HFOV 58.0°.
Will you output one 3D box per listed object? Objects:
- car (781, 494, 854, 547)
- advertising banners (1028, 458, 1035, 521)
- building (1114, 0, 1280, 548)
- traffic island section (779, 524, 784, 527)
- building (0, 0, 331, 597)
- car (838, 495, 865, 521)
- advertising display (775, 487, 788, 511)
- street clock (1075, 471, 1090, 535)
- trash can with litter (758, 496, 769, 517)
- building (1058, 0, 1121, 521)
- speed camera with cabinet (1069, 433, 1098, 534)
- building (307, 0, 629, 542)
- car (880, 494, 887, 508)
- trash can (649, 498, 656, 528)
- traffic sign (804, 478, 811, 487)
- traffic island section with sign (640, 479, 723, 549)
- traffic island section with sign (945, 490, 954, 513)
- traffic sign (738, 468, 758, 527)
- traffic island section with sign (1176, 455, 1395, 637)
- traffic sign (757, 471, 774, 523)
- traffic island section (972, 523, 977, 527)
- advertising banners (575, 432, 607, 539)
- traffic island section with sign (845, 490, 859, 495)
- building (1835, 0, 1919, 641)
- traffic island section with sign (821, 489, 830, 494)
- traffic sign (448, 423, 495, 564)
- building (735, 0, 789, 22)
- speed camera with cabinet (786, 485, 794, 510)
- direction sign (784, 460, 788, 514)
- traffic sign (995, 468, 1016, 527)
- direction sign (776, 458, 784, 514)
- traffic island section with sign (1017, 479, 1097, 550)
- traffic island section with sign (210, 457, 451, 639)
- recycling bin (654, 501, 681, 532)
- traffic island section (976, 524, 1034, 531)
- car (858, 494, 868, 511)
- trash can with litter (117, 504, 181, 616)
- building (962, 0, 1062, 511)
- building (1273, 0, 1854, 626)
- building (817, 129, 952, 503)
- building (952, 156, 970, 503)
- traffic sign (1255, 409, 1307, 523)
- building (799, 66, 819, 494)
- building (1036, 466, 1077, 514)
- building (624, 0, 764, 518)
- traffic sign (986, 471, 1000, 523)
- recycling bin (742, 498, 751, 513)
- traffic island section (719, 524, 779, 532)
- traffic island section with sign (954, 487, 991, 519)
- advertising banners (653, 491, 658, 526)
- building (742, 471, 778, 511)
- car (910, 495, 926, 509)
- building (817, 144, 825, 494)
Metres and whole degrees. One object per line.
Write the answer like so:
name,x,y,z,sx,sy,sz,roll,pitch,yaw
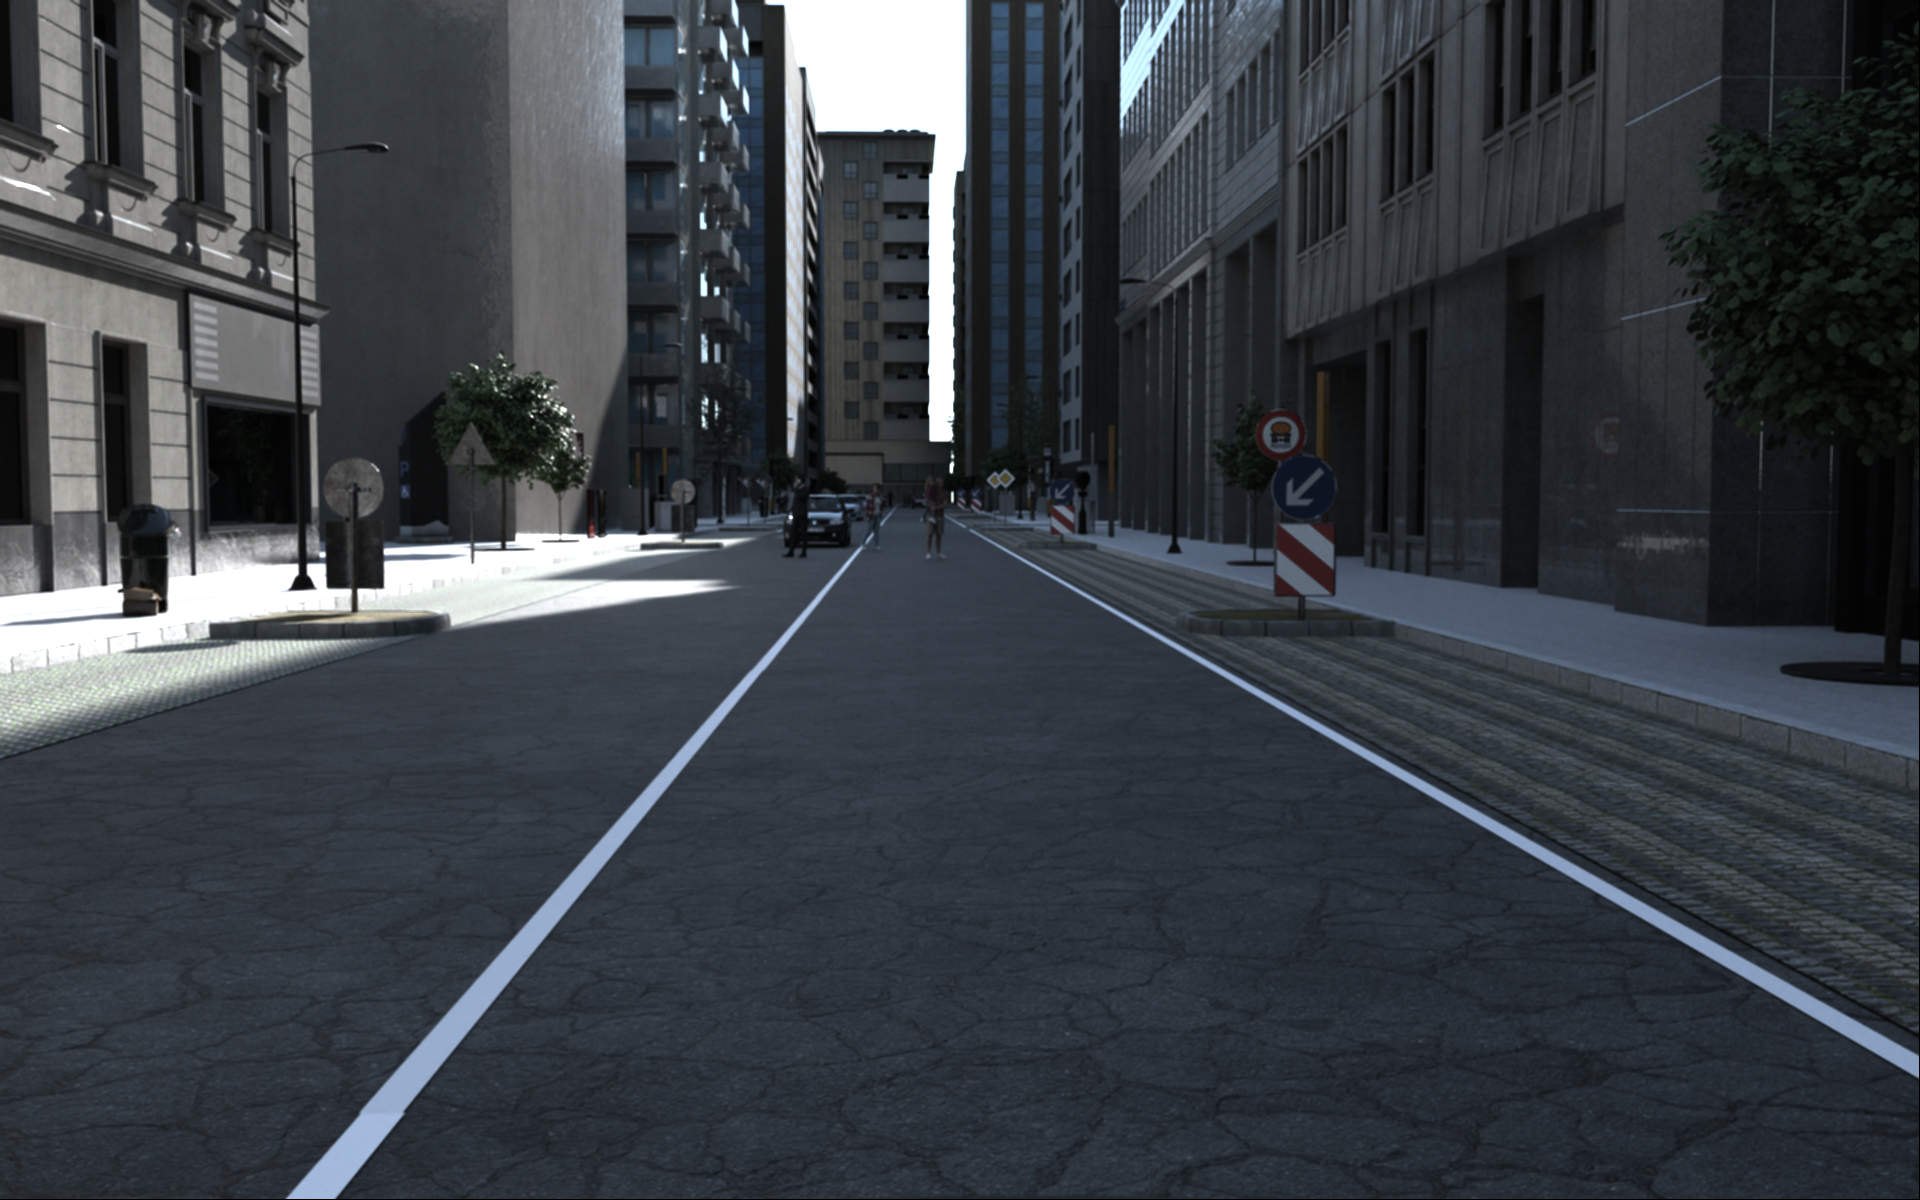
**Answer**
car,-3.931,-2.340,48.044,2.009,1.686,4.222,0,4,-2
advertising banners,3.424,-5.302,82.878,0.090,3.025,2.074,0,4,-6
building,11.873,-16.714,50.766,11.434,29.767,29.804,0,4,-2
traffic island section,-8.527,-3.263,75.624,2.009,0.180,2.903,0,4,-2
building,-19.520,-14.461,12.848,17.030,29.872,44.131,0,4,-2
car,-6.110,-4.963,93.148,2.014,1.417,4.499,0,4,0
advertising display,-13.247,-7.546,128.596,0.974,1.923,0.123,1,4,17
street clock,3.892,-3.080,54.920,0.358,2.002,0.471,3,5,44
trash can with litter,-10.870,-5.155,95.667,0.624,1.170,1.055,0,4,-6
building,12.474,-19.197,85.574,14.107,30.474,14.160,0,4,-2
speed camera with cabinet,4.009,-3.801,56.488,0.660,3.252,2.038,0,4,-7
building,-29.263,-15.318,54.967,34.151,26.468,19.350,0,4,-2
car,-8.618,-10.482,180.423,2.155,1.783,4.494,0,4,-1
trash can,-11.809,-3.274,65.180,0.748,1.137,0.748,0,3,0
traffic sign,-12.024,-8.254,135.057,0.768,2.556,0.104,0,4,1
traffic island section with sign,-7.276,-2.258,45.552,1.989,1.847,2.006,0,4,-2
traffic island section with sign,-0.036,-7.309,128.129,1.989,1.847,2.006,0,4,-2
traffic sign,-8.259,-3.911,67.582,0.795,2.450,0.064,0,4,-2
traffic island section with sign,3.338,-0.587,18.221,1.989,1.847,2.006,0,4,-2
traffic sign,-8.504,-4.399,75.563,0.795,2.450,0.064,0,4,-2
traffic island section,1.560,-3.281,75.928,2.009,0.180,2.903,0,4,-2
advertising banners,-10.625,-3.283,49.866,0.090,3.025,2.074,1,4,12
traffic island section with sign,-11.331,-10.326,177.451,1.989,1.847,2.006,0,4,-2
building,14.569,-10.893,7.786,12.332,23.373,15.834,0,4,-2
traffic island section with sign,-9.782,-7.250,127.169,1.989,1.847,2.006,0,4,-2
traffic sign,-8.917,-1.934,31.619,0.884,2.594,0.081,0,4,5
building,-22.189,-31.003,157.010,14.600,45.320,14.200,0,4,-2
speed camera with cabinet,-13.105,-8.484,133.044,0.660,3.252,2.038,1,4,19
direction sign,-11.551,-7.472,114.170,0.379,3.537,0.876,0,4,3
traffic sign,1.782,-3.928,67.869,0.795,2.450,0.064,0,4,-2
direction sign,-11.587,-7.252,110.568,0.379,3.537,0.876,0,4,-8
traffic island section with sign,2.501,-2.245,45.337,1.989,1.847,2.006,0,4,-2
traffic island section with sign,-6.438,-0.575,18.026,1.989,1.847,2.006,0,4,-2
recycling bin,-9.895,-2.819,58.646,0.722,1.027,0.722,-2,4,-29
traffic island section,1.805,-2.793,67.947,2.009,0.180,2.903,0,4,-2
car,-7.182,-7.126,128.520,2.014,1.417,4.499,0,4,0
trash can with litter,-8.705,-0.440,18.589,0.624,1.170,1.055,-1,4,-23
building,7.561,-29.918,139.269,14.600,45.320,14.200,0,4,-2
building,12.929,-12.727,26.109,12.078,24.808,19.932,0,4,-2
building,-15.212,-40.362,249.162,27.495,52.752,28.713,0,4,-2
building,9.665,-38.096,246.572,21.600,48.544,21.300,0,4,-2
traffic sign,4.818,-1.589,26.092,0.768,2.556,0.104,0,4,4
building,-26.742,-34.564,188.828,21.300,48.544,21.600,0,4,-2
building,21.616,-25.744,112.796,32.217,40.220,23.993,0,4,-2
building,-23.791,-29.238,97.642,23.786,49.044,30.456,0,4,-2
traffic sign,1.537,-4.416,75.850,0.795,2.450,0.064,0,4,-2
recycling bin,-14.378,-6.281,115.254,0.722,1.027,0.722,-3,5,-41
traffic island section,-8.282,-2.774,67.643,2.009,0.180,2.903,0,4,-2
traffic island section with sign,0.795,-5.648,100.972,1.989,1.847,2.006,0,4,-2
advertising banners,-12.452,-4.350,67.314,2.074,3.025,0.090,-1,4,-10
building,-30.554,-26.972,132.880,32.217,40.220,23.993,0,4,-2
car,-3.822,-9.426,166.700,1.945,1.354,3.894,0,4,-3
building,-24.366,-34.646,216.572,14.200,45.320,14.600,0,4,-2
